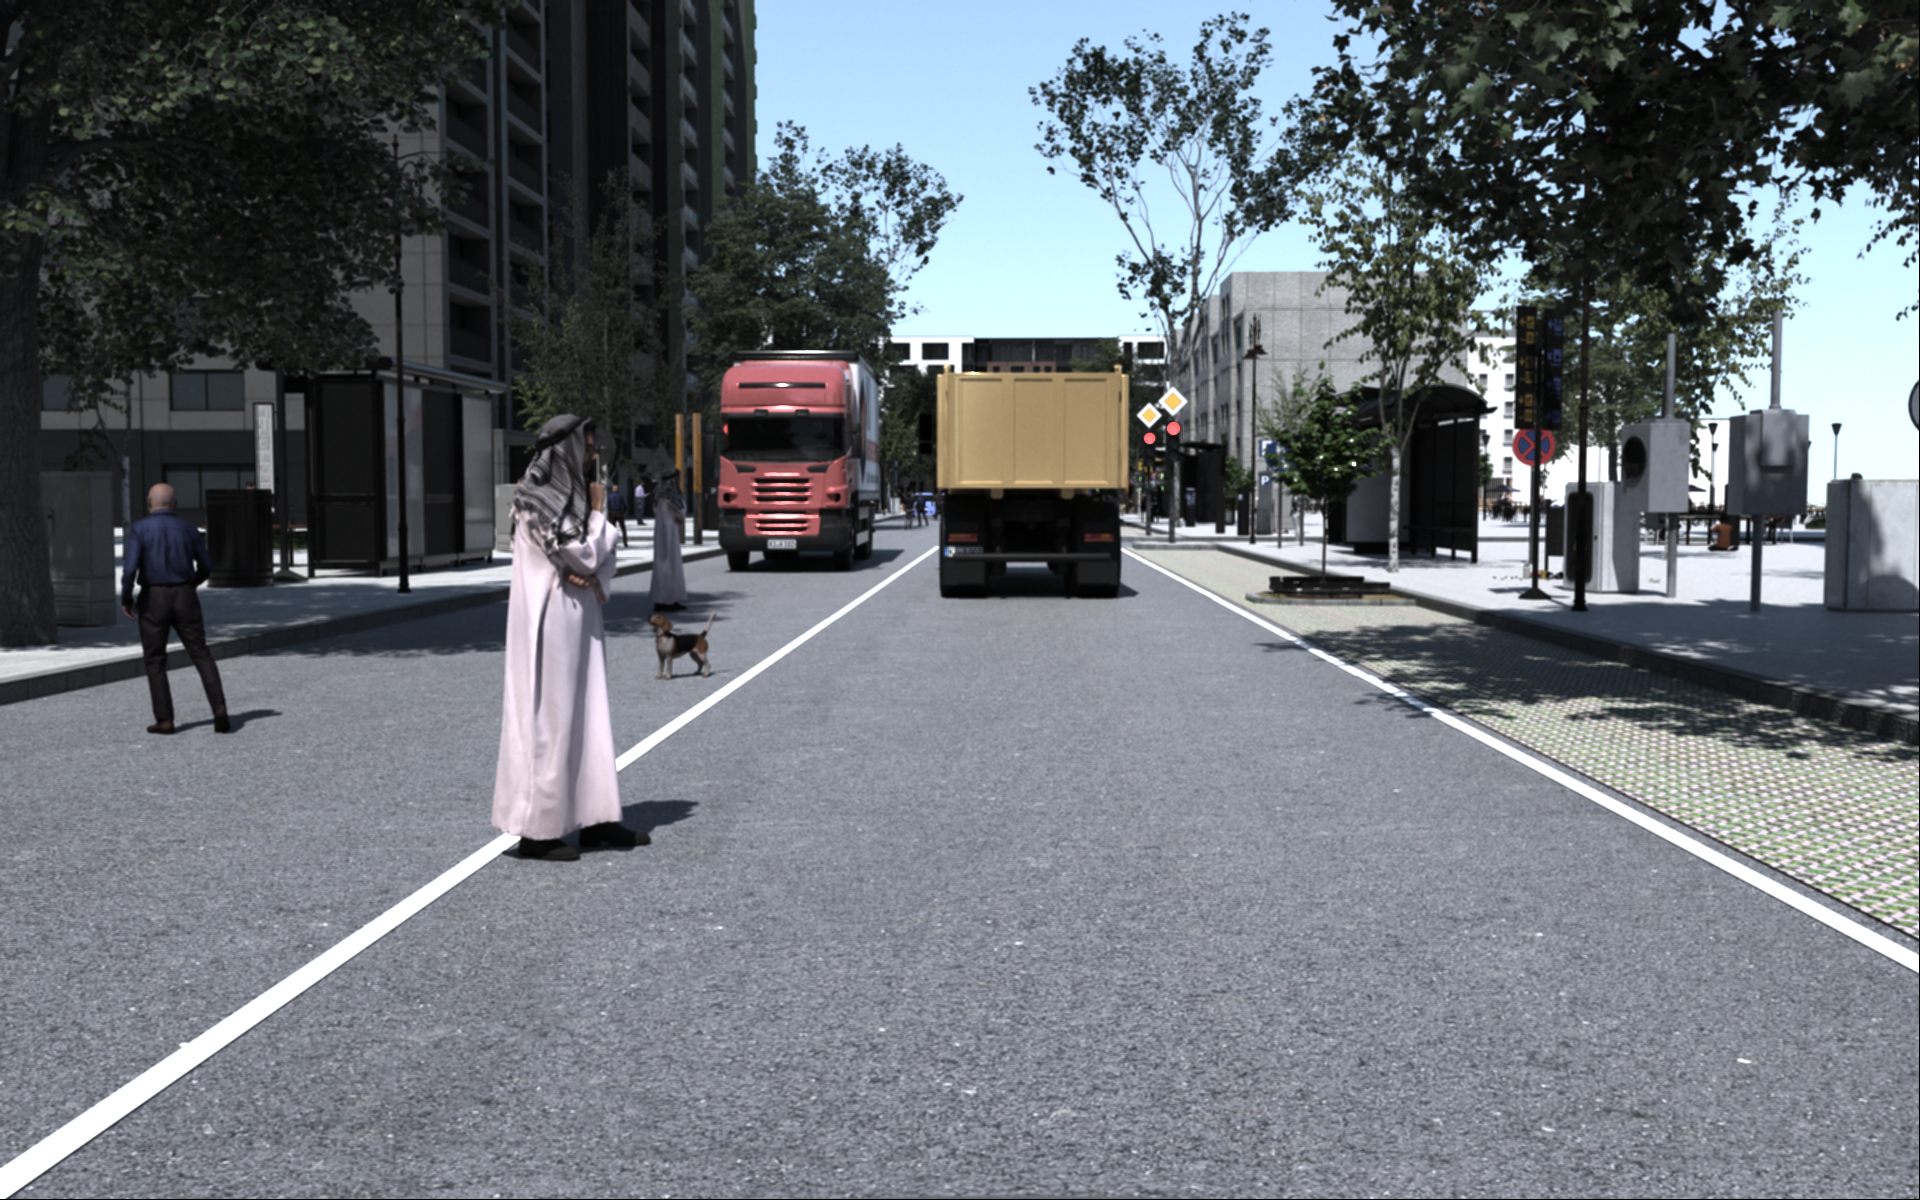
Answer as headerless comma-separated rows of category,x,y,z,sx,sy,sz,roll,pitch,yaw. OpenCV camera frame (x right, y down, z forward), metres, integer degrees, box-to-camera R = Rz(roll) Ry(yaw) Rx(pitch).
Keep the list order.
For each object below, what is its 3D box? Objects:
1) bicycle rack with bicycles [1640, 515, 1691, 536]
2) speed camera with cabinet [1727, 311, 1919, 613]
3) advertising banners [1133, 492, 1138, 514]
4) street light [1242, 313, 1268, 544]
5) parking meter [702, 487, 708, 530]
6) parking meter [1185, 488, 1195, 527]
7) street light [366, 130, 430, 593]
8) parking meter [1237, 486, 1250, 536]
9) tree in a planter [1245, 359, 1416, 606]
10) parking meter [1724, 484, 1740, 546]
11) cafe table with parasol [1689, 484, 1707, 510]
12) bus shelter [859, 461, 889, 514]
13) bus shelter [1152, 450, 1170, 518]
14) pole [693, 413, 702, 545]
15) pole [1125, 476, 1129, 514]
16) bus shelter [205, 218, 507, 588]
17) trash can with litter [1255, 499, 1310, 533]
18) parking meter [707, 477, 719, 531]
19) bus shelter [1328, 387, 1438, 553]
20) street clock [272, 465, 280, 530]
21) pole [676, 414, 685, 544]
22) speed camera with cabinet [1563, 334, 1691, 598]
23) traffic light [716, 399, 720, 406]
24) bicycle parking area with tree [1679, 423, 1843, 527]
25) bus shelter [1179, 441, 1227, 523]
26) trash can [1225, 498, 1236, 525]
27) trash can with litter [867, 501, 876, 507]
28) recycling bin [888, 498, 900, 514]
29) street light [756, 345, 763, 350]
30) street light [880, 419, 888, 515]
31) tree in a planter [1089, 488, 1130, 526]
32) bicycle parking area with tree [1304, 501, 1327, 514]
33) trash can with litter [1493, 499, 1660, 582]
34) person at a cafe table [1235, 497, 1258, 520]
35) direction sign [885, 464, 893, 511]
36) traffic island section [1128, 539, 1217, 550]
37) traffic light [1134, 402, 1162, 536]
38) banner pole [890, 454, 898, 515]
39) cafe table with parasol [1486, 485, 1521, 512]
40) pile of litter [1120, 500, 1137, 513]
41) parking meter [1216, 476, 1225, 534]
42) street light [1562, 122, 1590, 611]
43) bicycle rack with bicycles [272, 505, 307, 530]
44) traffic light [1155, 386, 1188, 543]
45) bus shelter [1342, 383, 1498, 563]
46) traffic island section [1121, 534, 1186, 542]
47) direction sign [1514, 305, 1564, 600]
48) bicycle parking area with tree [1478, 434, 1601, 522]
bicycle rack with bicycles,21.175,-2.467,53.715,2.925,0.926,2.852,3,5,40
speed camera with cabinet,9.558,-1.507,18.968,2.038,3.252,0.660,0,4,6
advertising banners,11.651,-7.172,113.454,0.090,3.025,2.074,1,4,20
street light,7.535,-4.382,44.430,0.468,5.910,1.993,0,4,2
parking meter,-9.059,-3.232,61.255,0.372,1.533,0.369,0,3,0
parking meter,9.007,-3.626,67.699,0.372,1.533,0.369,0,3,0
street light,-7.240,-3.033,22.382,0.468,5.910,1.993,0,4,2
parking meter,8.733,-2.747,53.318,0.372,1.533,0.369,0,3,0
tree in a planter,4.844,-1.574,22.950,1.991,3.239,1.994,0,4,2
parking meter,18.992,-2.091,42.597,0.372,1.533,0.369,0,3,0
cafe table with parasol,50.882,-7.079,120.604,2.610,1.966,2.610,-1,4,-17
bus shelter,-6.016,-8.232,112.223,2.179,5.291,8.768,0,4,2
bus shelter,11.214,-6.308,94.414,1.731,3.624,6.357,0,4,2
pole,-6.619,-3.046,43.653,0.158,3.312,0.155,0,3,0
pole,11.004,-7.355,114.090,0.158,3.312,0.155,0,3,0
bus shelter,-9.625,-3.070,27.833,2.179,5.291,8.768,0,4,2
trash can with litter,10.453,-2.801,56.849,2.233,1.210,1.678,0,4,-5
parking meter,-8.629,-3.349,60.470,0.399,1.863,0.255,-1,4,-19
bus shelter,9.765,-3.036,40.921,1.731,3.624,6.357,0,4,2
street clock,-17.085,-2.365,43.245,0.358,2.002,0.471,-1,4,-10
pole,-7.137,-3.080,44.196,0.158,3.312,0.155,0,3,0
speed camera with cabinet,8.480,-1.699,22.109,0.660,3.252,2.038,-1,4,-9
traffic light,-5.992,-3.465,45.570,0.839,4.253,0.868,0,4,2
bicycle parking area with tree,32.872,-5.081,70.079,8.231,4.147,9.016,1,4,9
bus shelter,11.090,-5.408,79.696,1.731,3.624,6.357,0,4,2
trash can,11.047,-3.657,71.441,0.748,1.137,0.748,0,3,0
trash can with litter,-4.895,-4.811,90.041,1.055,1.170,0.624,1,4,15
recycling bin,-4.375,-6.243,114.621,0.722,1.027,0.722,-1,4,-9
street light,-6.147,-4.955,53.808,0.468,5.910,1.993,0,4,2
street light,-4.589,-8.070,104.732,0.468,5.910,1.993,0,4,2
tree in a planter,6.616,-4.936,77.932,1.991,3.239,1.994,0,4,2
bicycle parking area with tree,25.021,-7.617,111.545,8.231,4.147,9.016,-3,4,-37
trash can with litter,9.270,-0.903,25.819,1.678,1.210,2.233,-3,5,-40
person at a cafe table,14.626,-4.749,86.163,1.622,1.524,1.698,2,4,25
direction sign,-5.306,-8.343,128.404,0.876,3.537,0.379,-2,4,-26
traffic island section,5.564,-1.410,45.331,2.009,0.180,2.903,0,4,2
traffic light,5.780,-3.931,53.199,0.839,4.253,0.868,0,4,2
banner pole,-4.064,-7.252,108.586,0.401,3.779,0.863,2,4,24
cafe table with parasol,39.022,-7.314,124.445,2.610,1.966,2.610,0,4,7
pile of litter,11.436,-6.320,117.289,1.176,0.858,1.719,-3,4,-39
parking meter,8.491,-3.103,56.439,0.255,1.863,0.399,1,4,18
street light,6.806,-2.817,18.852,0.468,5.910,1.993,0,4,2
bicycle rack with bicycles,-22.261,-2.590,55.735,2.925,0.926,2.852,3,5,43
traffic light,5.524,-3.443,45.218,0.839,4.253,0.868,0,4,2
bus shelter,8.878,-2.476,34.399,2.014,3.302,5.546,0,4,2
traffic island section,5.820,-1.898,53.312,2.009,0.180,2.903,0,4,2
direction sign,7.039,-1.780,21.104,0.876,3.537,0.379,-2,4,-35
bicycle parking area with tree,27.997,-5.886,83.237,8.231,4.147,9.016,2,4,31
